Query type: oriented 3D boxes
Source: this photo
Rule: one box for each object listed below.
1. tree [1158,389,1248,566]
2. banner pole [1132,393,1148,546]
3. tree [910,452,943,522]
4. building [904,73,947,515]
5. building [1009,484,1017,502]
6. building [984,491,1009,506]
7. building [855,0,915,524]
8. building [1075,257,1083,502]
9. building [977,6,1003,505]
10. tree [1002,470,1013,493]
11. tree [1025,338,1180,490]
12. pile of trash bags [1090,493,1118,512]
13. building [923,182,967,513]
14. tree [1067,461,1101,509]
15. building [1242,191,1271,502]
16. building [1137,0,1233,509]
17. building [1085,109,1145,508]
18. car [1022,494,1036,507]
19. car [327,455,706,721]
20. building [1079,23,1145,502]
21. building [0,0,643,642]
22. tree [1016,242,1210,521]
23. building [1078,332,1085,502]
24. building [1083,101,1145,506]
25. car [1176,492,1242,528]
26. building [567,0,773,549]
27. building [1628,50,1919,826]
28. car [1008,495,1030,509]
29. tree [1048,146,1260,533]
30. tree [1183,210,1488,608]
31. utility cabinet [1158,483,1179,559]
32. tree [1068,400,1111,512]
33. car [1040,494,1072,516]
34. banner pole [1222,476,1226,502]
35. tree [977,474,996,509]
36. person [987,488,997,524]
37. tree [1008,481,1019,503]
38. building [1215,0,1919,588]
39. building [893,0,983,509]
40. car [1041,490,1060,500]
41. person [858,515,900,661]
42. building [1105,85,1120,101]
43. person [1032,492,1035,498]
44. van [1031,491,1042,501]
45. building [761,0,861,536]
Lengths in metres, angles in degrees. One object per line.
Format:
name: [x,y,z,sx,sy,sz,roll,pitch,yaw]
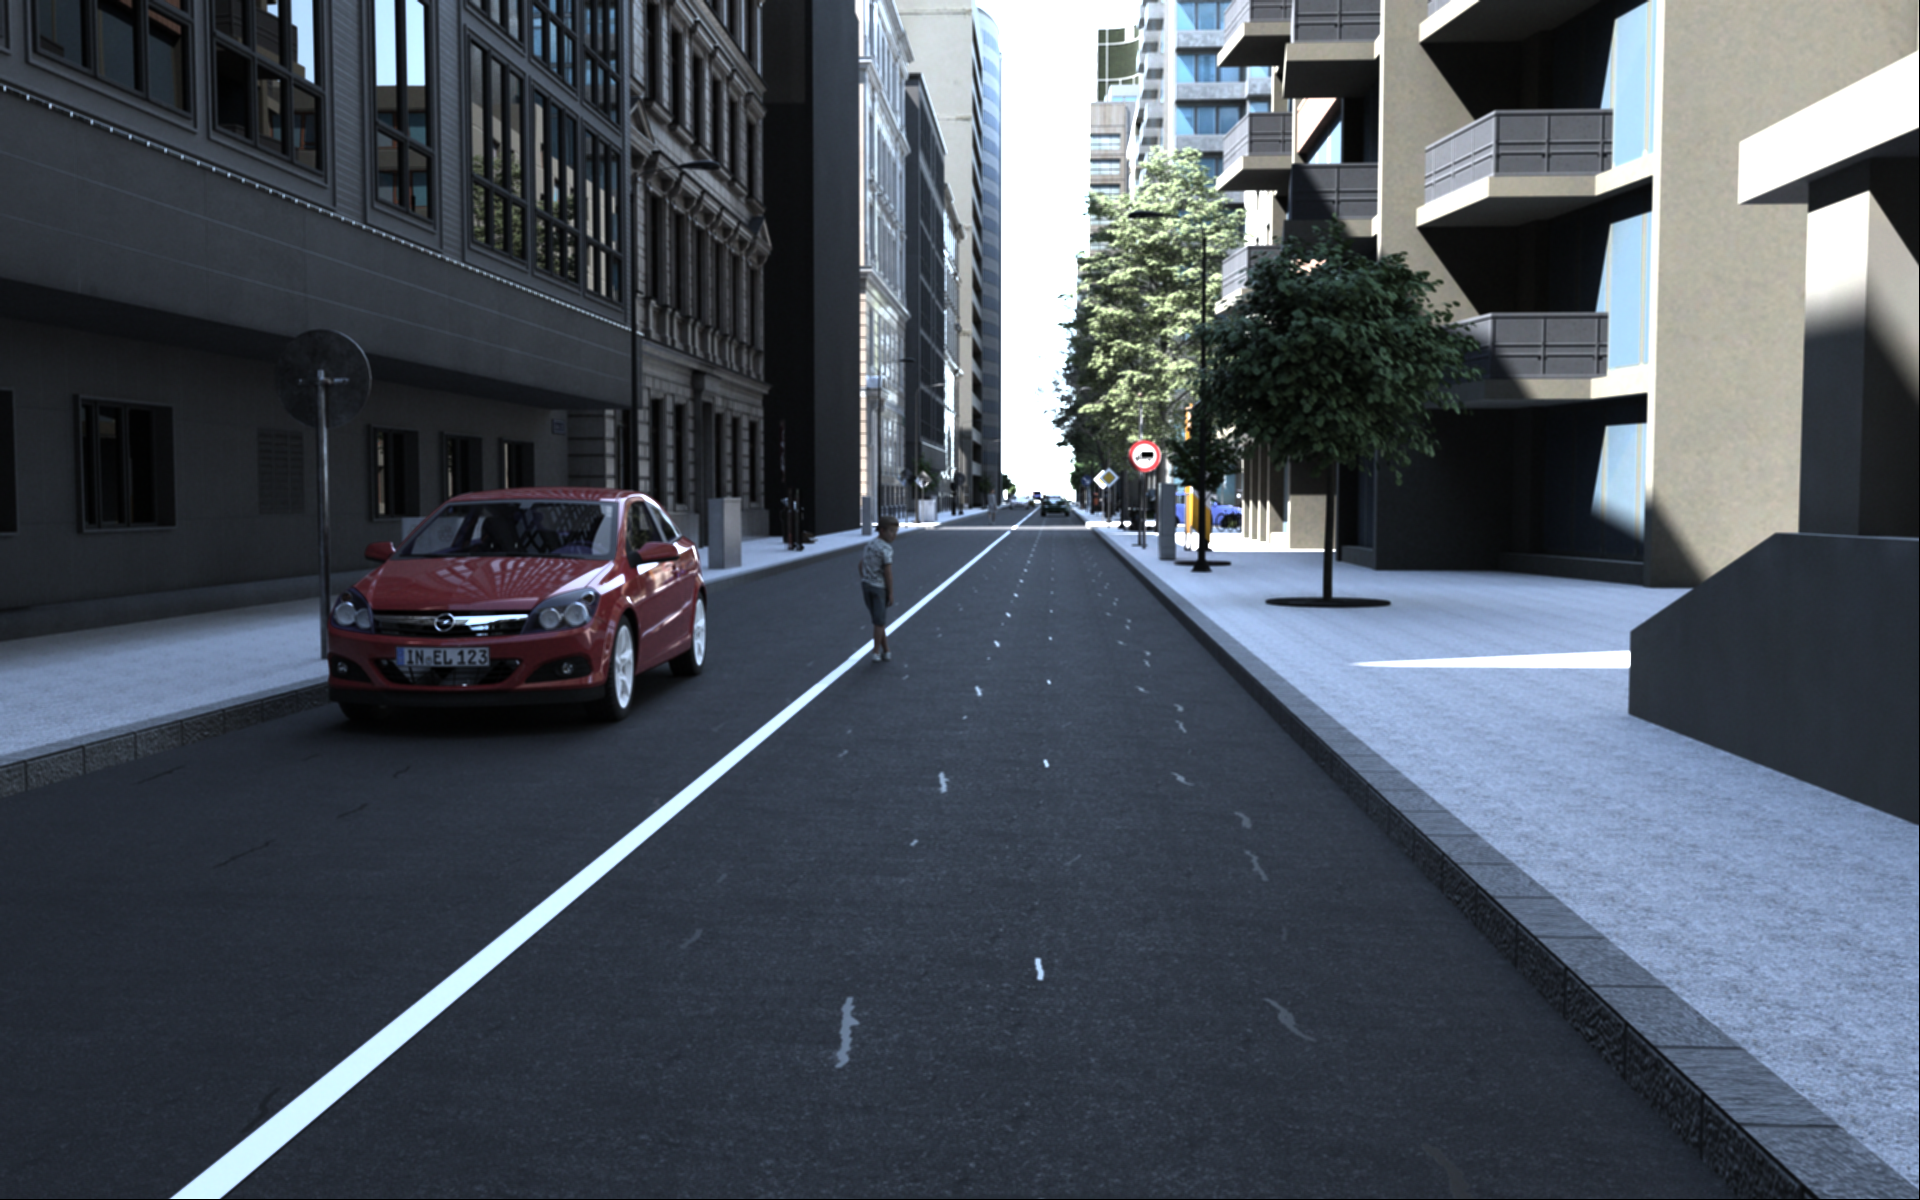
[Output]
tree: [4.339,-2.256,31.490,1.663,3.219,1.824,0,3,0]
banner pole: [4.451,-3.218,42.625,0.401,3.779,0.863,0,4,2]
tree: [-1.585,-5.150,78.800,1.663,3.219,1.824,0,3,0]
building: [-8.625,-19.084,105.534,14.314,27.812,24.014,0,4,3]
building: [-6.644,-36.736,292.513,32.217,40.220,23.993,0,4,3]
building: [-9.937,-33.813,244.725,32.217,40.220,23.993,0,4,3]
building: [-9.618,-18.202,83.502,13.634,28.700,20.117,0,4,3]
building: [26.942,-37.607,298.463,14.154,41.232,14.086,0,4,3]
building: [-5.853,-40.686,207.213,21.231,58.520,28.212,0,4,3]
tree: [5.319,-14.742,224.752,4.285,4.588,4.351,0,3,0]
tree: [8.053,-9.824,95.029,8.767,10.594,7.601,-1,4,-13]
pile of trash bags: [10.221,-7.031,124.703,1.912,1.369,3.447,1,4,23]
building: [-6.353,-20.415,131.044,12.463,27.353,25.104,0,4,3]
tree: [10.827,-10.171,150.003,4.285,4.588,4.351,0,3,0]
building: [29.895,-14.645,84.485,28.899,21.520,27.650,0,4,3]
building: [24.791,-31.258,130.669,23.786,49.044,30.456,0,4,3]
building: [28.550,-28.846,163.506,32.217,40.220,23.993,0,4,3]
car: [7.333,-11.004,190.137,2.015,1.641,3.980,0,4,3]
car: [-2.973,-0.199,12.288,2.155,1.783,4.494,0,4,1]
building: [28.729,-50.594,265.456,20.563,71.187,20.611,0,4,3]
building: [-13.360,-13.834,19.687,14.314,27.812,24.014,0,4,3]
tree: [7.858,-10.555,82.941,12.009,13.543,11.850,0,3,0]
building: [26.378,-31.350,284.266,14.160,30.474,14.107,0,4,3]
building: [20.546,-30.565,183.338,14.154,41.232,14.086,0,4,3]
car: [9.608,-3.630,68.941,3.694,1.707,1.945,0,4,3]
building: [-10.792,-10.815,41.454,10.561,19.102,19.286,0,4,3]
building: [19.600,-18.911,1.074,32.217,40.220,23.993,0,4,3]
car: [5.703,-9.449,166.845,2.083,1.381,4.827,0,4,1]
tree: [6.803,-8.468,56.586,7.486,12.596,7.792,0,3,0]
tree: [4.327,-2.223,20.062,4.285,4.588,4.351,0,3,0]
utility cabinet: [4.101,-1.563,34.227,0.318,1.500,1.173,0,4,4]
tree: [9.141,-10.472,121.577,4.737,8.622,4.395,0,3,0]
car: [6.241,-6.207,113.274,2.131,1.459,4.920,0,4,5]
banner pole: [15.337,-6.768,100.672,0.401,3.779,0.863,2,4,28]
tree: [2.324,-9.663,152.593,1.663,3.219,1.824,0,3,0]
person: [1.521,-4.447,81.966,0.466,1.731,0.760,0,4,6]
tree: [7.839,-15.869,254.059,1.663,3.219,1.824,0,3,0]
building: [17.045,-23.295,35.493,22.147,44.769,28.867,0,4,3]
building: [-9.031,-32.713,158.556,21.300,48.544,21.600,0,4,3]
car: [9.570,-10.471,179.873,2.281,1.827,5.304,0,4,5]
person: [-0.696,-0.106,14.912,0.352,1.250,0.332,0,4,-5]
building: [26.858,-35.805,205.017,23.786,49.044,30.456,0,4,3]
person: [9.836,-13.719,233.614,0.445,1.727,0.742,2,4,24]
van: [13.310,-18.175,301.548,2.240,2.365,5.245,0,4,2]
building: [-11.934,-13.975,58.174,15.834,23.373,12.332,0,4,3]
